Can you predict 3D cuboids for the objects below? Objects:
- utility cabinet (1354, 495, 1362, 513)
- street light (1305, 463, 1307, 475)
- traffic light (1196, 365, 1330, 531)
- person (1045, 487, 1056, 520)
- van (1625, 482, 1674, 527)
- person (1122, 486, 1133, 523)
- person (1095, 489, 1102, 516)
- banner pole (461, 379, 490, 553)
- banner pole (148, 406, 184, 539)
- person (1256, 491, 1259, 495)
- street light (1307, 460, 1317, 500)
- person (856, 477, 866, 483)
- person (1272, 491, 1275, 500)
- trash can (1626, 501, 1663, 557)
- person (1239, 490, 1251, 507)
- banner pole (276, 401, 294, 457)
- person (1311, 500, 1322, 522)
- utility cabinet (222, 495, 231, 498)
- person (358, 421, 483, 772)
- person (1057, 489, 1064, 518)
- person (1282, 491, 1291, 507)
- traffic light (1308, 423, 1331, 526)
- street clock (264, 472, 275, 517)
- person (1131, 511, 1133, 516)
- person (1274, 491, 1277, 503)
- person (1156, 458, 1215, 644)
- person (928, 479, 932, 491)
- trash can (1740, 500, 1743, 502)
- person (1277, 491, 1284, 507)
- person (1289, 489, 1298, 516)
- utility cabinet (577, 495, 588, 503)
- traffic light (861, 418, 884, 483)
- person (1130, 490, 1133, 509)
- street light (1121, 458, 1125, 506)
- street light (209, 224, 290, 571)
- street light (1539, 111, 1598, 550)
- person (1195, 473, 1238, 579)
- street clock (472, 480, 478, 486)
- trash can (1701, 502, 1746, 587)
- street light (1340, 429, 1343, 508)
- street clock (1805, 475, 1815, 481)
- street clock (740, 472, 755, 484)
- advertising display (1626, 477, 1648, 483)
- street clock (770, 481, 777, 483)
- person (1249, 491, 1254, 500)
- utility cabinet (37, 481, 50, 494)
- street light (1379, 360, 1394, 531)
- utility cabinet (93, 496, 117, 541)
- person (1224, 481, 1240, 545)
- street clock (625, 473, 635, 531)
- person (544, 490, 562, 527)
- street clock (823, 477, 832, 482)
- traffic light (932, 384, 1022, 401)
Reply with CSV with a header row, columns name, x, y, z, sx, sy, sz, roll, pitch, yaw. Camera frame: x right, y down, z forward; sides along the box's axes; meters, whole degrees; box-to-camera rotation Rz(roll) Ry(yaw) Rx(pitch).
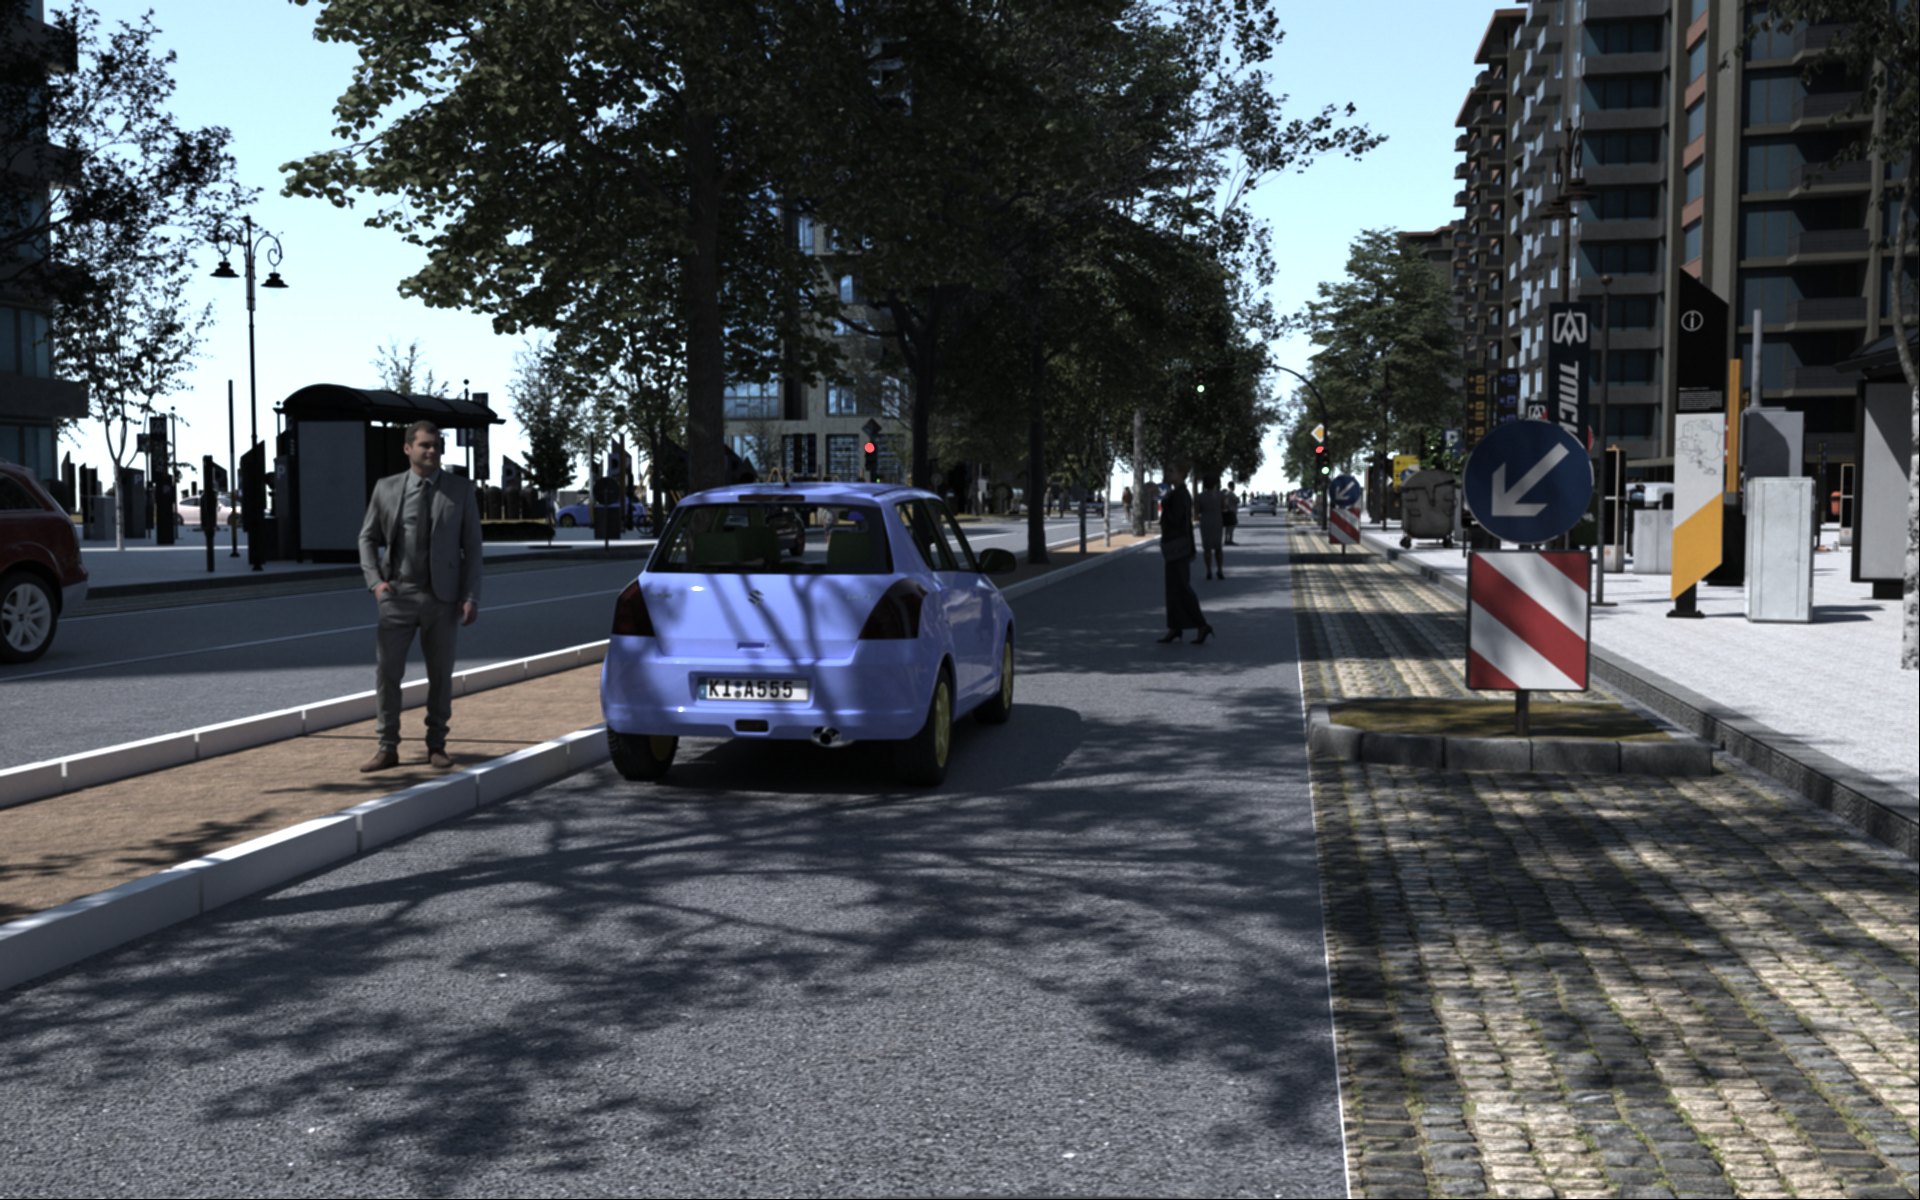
name,x,y,z,sx,sy,sz,roll,pitch,yaw
utility cabinet,26.195,-6.357,115.106,1.020,1.237,0.306,0,4,2
street light,52.032,-17.577,260.165,0.468,5.910,1.993,1,4,11
traffic light,10.725,-5.286,61.098,4.771,5.953,1.251,1,4,11
person,5.067,-5.410,97.130,0.709,1.800,0.728,-1,4,-14
van,23.680,-3.384,62.333,4.112,2.044,2.013,1,4,12
person,8.441,-4.824,87.352,0.573,1.828,0.580,0,4,4
person,9.192,-6.474,114.898,0.519,1.759,0.362,-3,5,-42
banner pole,-10.529,-2.914,37.656,0.863,3.779,0.401,2,4,28
banner pole,-22.582,-3.623,49.249,0.863,3.779,0.401,-1,4,-23
person,30.560,-10.288,177.433,1.217,1.743,0.721,-1,4,-15
street light,44.139,-14.943,217.109,0.468,5.910,1.993,1,4,11
person,-2.122,-1.692,36.509,0.624,1.780,0.694,1,4,11
person,30.728,-9.893,170.776,0.750,1.759,0.617,1,4,17
trash can,13.958,-1.454,35.427,0.748,1.137,0.748,0,3,0
person,30.459,-10.844,185.424,1.348,1.869,0.705,-1,4,-8
banner pole,-18.078,-3.464,46.656,0.863,3.779,0.401,-2,4,-29
person,18.458,-4.594,89.114,0.738,1.151,1.012,2,4,24
utility cabinet,-41.098,-5.304,97.882,0.306,1.237,1.020,3,5,43
person,-2.825,-0.029,9.066,0.635,1.810,0.391,-1,4,-19
person,6.070,-5.872,105.077,0.524,1.755,0.480,2,4,26
person,32.211,-9.848,170.233,1.217,1.735,0.721,0,4,1
traffic light,14.261,-4.880,68.706,0.839,4.253,0.868,1,4,11
street clock,-22.221,-3.148,56.045,0.358,2.002,0.471,2,4,34
person,11.876,-6.520,115.326,0.699,1.804,1.509,3,4,39
person,40.976,-13.277,225.442,0.709,1.838,0.599,-3,5,-40
person,2.152,-0.474,16.677,0.534,1.772,0.576,0,4,-7
person,-0.680,-1.552,34.621,0.466,1.731,0.760,-3,5,-45
trash can,19.904,-2.030,44.842,0.748,1.137,0.748,0,3,0
person,36.330,-11.407,195.726,1.217,1.735,0.721,-1,4,-13
person,22.217,-6.490,115.203,0.643,1.750,0.593,-3,5,-43
utility cabinet,-25.153,-6.377,115.426,1.020,1.237,0.306,-1,4,-14
traffic light,-3.241,-4.581,63.817,0.839,4.253,0.868,1,4,11
person,15.780,-9.314,160.654,0.709,1.838,0.599,0,4,-1
street light,17.501,-13.032,185.856,0.468,5.910,1.993,1,4,11
street light,-11.773,-3.429,28.850,0.468,5.910,1.993,1,4,11
street light,7.486,-2.976,21.450,0.468,5.910,1.993,1,4,11
person,4.317,-1.240,29.136,0.716,1.782,0.532,0,4,8
street clock,-24.894,-5.149,88.760,0.358,2.002,0.471,0,4,5
trash can,10.691,-0.766,24.178,0.748,1.137,0.748,0,3,0
street light,22.782,-7.974,103.167,0.468,5.910,1.993,1,4,11
street clock,33.017,-3.846,67.460,0.471,2.002,0.358,-1,4,-16
street clock,-7.011,-3.215,57.129,0.471,2.002,0.358,0,4,-4
advertising display,26.033,-3.771,66.877,0.974,1.923,0.123,2,4,25
street clock,-10.223,-5.524,94.881,0.471,2.002,0.358,0,4,-2
person,38.899,-13.587,230.587,1.348,1.831,0.705,-3,4,-37
utility cabinet,-14.848,-1.154,27.544,1.173,1.500,0.318,3,5,40
street light,14.692,-5.319,59.761,0.468,5.910,1.993,1,4,11
utility cabinet,-23.747,-2.263,48.159,0.306,1.237,1.020,0,4,-8
person,7.717,-2.462,48.932,0.466,1.800,0.511,-2,4,-29
street clock,-11.614,-3.447,60.927,0.358,2.002,0.471,-1,4,-21
person,-16.096,-3.637,68.639,0.598,1.740,0.731,3,5,43
street clock,-5.558,-4.162,72.617,0.358,2.002,0.471,-2,4,-24
traffic light,0.294,-5.911,71.319,4.771,5.953,1.251,1,4,11
